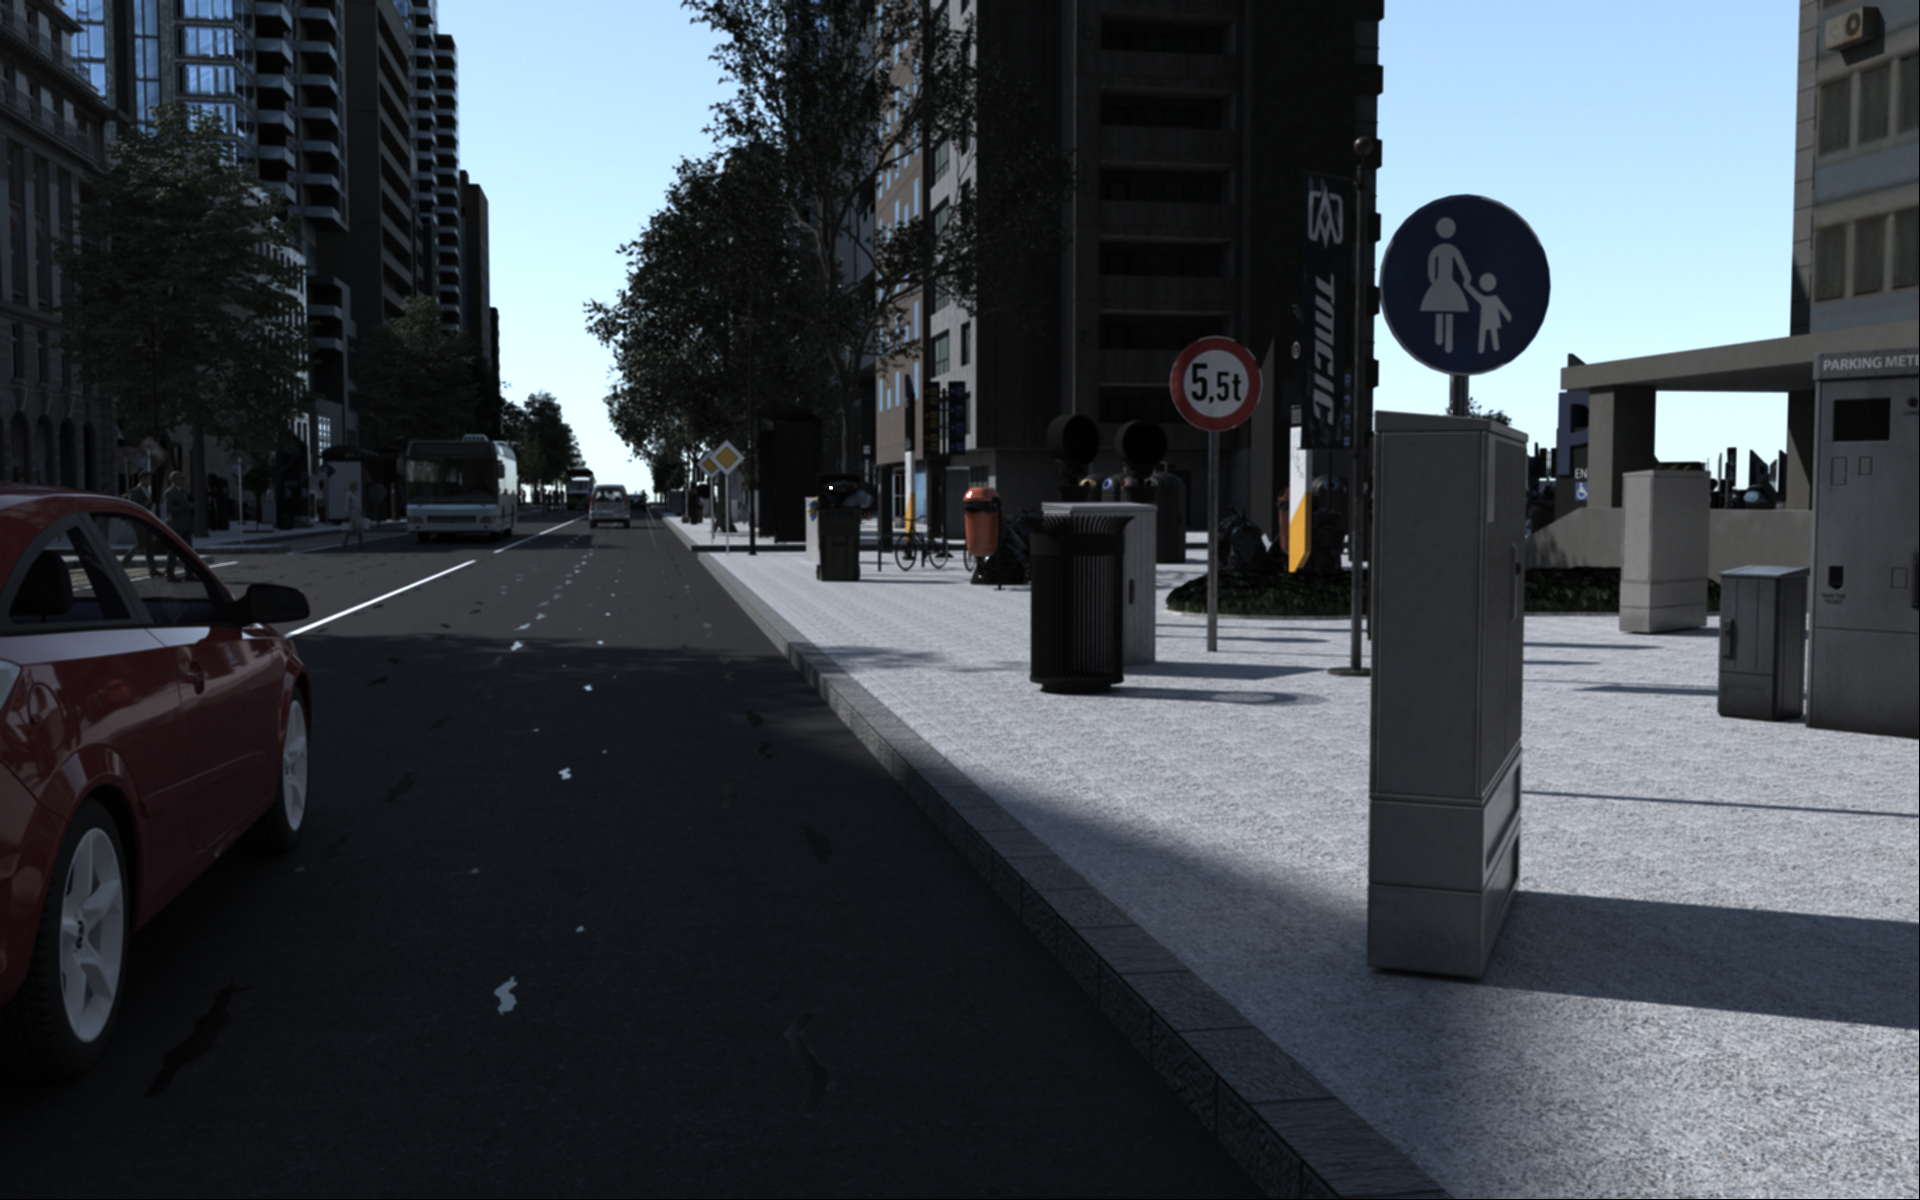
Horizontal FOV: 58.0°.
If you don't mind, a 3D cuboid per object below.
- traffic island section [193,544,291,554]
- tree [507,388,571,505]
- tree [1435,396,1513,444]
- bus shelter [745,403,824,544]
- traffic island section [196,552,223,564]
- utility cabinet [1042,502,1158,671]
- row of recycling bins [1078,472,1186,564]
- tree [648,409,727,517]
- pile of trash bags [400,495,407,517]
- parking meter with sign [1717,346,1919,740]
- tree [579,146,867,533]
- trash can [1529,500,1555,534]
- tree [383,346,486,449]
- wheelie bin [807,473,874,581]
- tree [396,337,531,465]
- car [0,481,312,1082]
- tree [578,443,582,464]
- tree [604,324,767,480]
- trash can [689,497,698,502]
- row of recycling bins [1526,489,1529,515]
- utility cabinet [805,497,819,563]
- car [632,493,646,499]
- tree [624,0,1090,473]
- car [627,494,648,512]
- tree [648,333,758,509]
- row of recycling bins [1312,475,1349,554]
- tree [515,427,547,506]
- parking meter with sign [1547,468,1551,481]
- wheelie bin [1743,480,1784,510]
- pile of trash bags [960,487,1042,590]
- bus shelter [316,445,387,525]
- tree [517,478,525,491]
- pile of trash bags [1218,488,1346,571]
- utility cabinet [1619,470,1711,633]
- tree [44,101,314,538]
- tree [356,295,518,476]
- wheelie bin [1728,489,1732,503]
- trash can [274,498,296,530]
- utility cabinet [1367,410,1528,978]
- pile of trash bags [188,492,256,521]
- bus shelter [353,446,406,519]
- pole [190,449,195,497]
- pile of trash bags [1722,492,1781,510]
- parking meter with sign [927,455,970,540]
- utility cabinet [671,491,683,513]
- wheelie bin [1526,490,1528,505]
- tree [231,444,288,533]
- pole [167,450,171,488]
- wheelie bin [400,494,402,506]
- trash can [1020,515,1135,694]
[{"bbox_3d":[-17.699,-1.242,42.594,2.009,0.180,2.903,-1,4,-10],"label":"traffic island section"},{"bbox_3d":[-51.474,-18.521,209.471,9.857,13.997,8.962,0,3,0],"label":"tree"},{"bbox_3d":[17.055,-4.556,58.199,4.285,4.588,4.351,0,3,0],"label":"tree"},{"bbox_3d":[-4.850,-3.452,47.718,1.731,3.624,6.357,-1,4,-10],"label":"bus shelter"},{"bbox_3d":[-16.247,-0.762,34.741,2.009,0.180,2.903,-1,4,-10],"label":"traffic island section"},{"bbox_3d":[1.051,-0.104,12.861,0.306,1.237,1.020,3,5,43],"label":"utility cabinet"},{"bbox_3d":[3.289,-1.610,33.429,1.069,1.692,3.534,-1,4,-21],"label":"row of recycling bins"},{"bbox_3d":[-14.414,-8.530,89.826,4.360,8.622,3.978,0,3,0],"label":"tree"},{"bbox_3d":[-30.895,-5.200,94.765,1.912,1.369,3.447,0,4,-4],"label":"pile of trash bags"},{"bbox_3d":[5.012,-0.798,9.316,0.543,3.016,1.738,-3,4,-38],"label":"parking meter with sign"},{"bbox_3d":[-7.809,-8.581,57.303,9.611,12.733,9.660,0,3,0],"label":"tree"},{"bbox_3d":[12.973,-1.635,38.388,0.748,1.137,0.748,0,3,0],"label":"trash can"},{"bbox_3d":[-32.361,-10.721,109.700,8.767,10.594,7.601,-1,4,-14],"label":"tree"},{"bbox_3d":[-1.766,-1.085,25.652,0.980,1.594,0.693,0,4,-7],"label":"wheelie bin"},{"bbox_3d":[-36.335,-12.840,126.934,9.611,12.733,9.660,0,3,0],"label":"tree"},{"bbox_3d":[-3.295,0.214,5.536,2.155,1.783,4.494,-1,4,-11],"label":"car"},{"bbox_3d":[-59.387,-20.616,255.189,7.486,12.596,7.792,0,3,0],"label":"tree"},{"bbox_3d":[-15.778,-11.745,102.405,12.009,13.543,11.850,0,3,0],"label":"tree"},{"bbox_3d":[-14.494,-5.038,94.025,0.748,1.137,0.748,0,3,0],"label":"trash can"},{"bbox_3d":[31.912,-5.506,97.141,3.534,1.692,1.069,1,4,22],"label":"row of recycling bins"},{"bbox_3d":[-2.639,-1.315,32.660,0.306,1.237,1.020,-1,4,-20],"label":"utility cabinet"},{"bbox_3d":[-30.116,-9.271,161.179,1.945,1.707,3.694,-1,4,-12],"label":"car"},{"bbox_3d":[-1.557,-5.686,27.386,8.767,10.594,7.601,2,4,34],"label":"tree"},{"bbox_3d":[-26.923,-8.057,143.529,2.131,1.459,4.920,-1,4,-11],"label":"car"},{"bbox_3d":[-9.683,-7.319,70.024,4.737,8.622,4.395,0,3,0],"label":"tree"},{"bbox_3d":[8.361,-1.863,37.575,3.534,1.692,1.069,0,4,-3],"label":"row of recycling bins"},{"bbox_3d":[-47.164,-14.678,190.351,4.737,8.622,4.395,0,3,0],"label":"tree"},{"bbox_3d":[40.103,-7.349,116.411,0.543,3.016,1.738,-2,4,-30],"label":"parking meter with sign"},{"bbox_3d":[17.475,-1.823,37.714,0.693,1.594,0.980,3,4,39],"label":"wheelie bin"},{"bbox_3d":[0.981,-0.903,24.520,1.912,1.369,3.447,2,4,28],"label":"pile of trash bags"},{"bbox_3d":[-25.819,-4.879,73.698,2.014,3.302,5.546,-1,4,-11],"label":"bus shelter"},{"bbox_3d":[-44.561,-10.989,174.268,1.663,3.219,1.824,0,3,0],"label":"tree"},{"bbox_3d":[4.706,-0.958,25.423,1.912,1.369,3.447,0,4,2],"label":"pile of trash bags"},{"bbox_3d":[6.592,-0.460,16.207,1.173,1.500,0.318,-3,5,-43],"label":"utility cabinet"},{"bbox_3d":[-22.936,-8.122,50.918,7.486,12.596,7.792,0,3,0],"label":"tree"},{"bbox_3d":[-30.954,-11.048,98.766,7.486,12.596,7.792,0,3,0],"label":"tree"},{"bbox_3d":[45.043,-5.732,101.619,0.693,1.594,0.980,-1,4,-23],"label":"wheelie bin"},{"bbox_3d":[-24.192,-3.084,62.082,0.748,1.137,0.748,0,3,0],"label":"trash can"},{"bbox_3d":[1.457,0.221,5.062,0.318,1.500,1.173,1,4,23],"label":"utility cabinet"},{"bbox_3d":[-35.160,-4.426,82.125,1.912,1.369,3.447,1,4,22],"label":"pile of trash bags"},{"bbox_3d":[-29.465,-5.920,88.079,1.731,3.624,6.357,-1,4,-10],"label":"bus shelter"},{"bbox_3d":[-34.972,-5.208,78.986,0.158,3.312,0.155,0,3,0],"label":"pole"},{"bbox_3d":[30.709,-3.490,66.817,3.447,1.369,1.912,-3,5,-40],"label":"pile of trash bags"},{"bbox_3d":[-0.061,-3.203,48.630,1.738,3.016,0.543,0,4,3],"label":"parking meter with sign"},{"bbox_3d":[-18.616,-6.446,114.071,0.318,1.500,1.173,-3,5,-43],"label":"utility cabinet"},{"bbox_3d":[19.413,-3.223,60.602,0.980,1.594,0.693,2,4,33],"label":"wheelie bin"},{"bbox_3d":[-23.656,-3.882,58.070,1.663,3.219,1.824,0,3,0],"label":"tree"},{"bbox_3d":[-36.322,-5.244,79.576,0.158,3.312,0.155,0,3,0],"label":"pole"},{"bbox_3d":[-33.607,-5.826,103.169,0.693,1.594,0.980,-2,4,-25],"label":"wheelie bin"},{"bbox_3d":[0.763,0.022,11.300,0.748,1.137,0.748,0,3,0],"label":"trash can"}]
